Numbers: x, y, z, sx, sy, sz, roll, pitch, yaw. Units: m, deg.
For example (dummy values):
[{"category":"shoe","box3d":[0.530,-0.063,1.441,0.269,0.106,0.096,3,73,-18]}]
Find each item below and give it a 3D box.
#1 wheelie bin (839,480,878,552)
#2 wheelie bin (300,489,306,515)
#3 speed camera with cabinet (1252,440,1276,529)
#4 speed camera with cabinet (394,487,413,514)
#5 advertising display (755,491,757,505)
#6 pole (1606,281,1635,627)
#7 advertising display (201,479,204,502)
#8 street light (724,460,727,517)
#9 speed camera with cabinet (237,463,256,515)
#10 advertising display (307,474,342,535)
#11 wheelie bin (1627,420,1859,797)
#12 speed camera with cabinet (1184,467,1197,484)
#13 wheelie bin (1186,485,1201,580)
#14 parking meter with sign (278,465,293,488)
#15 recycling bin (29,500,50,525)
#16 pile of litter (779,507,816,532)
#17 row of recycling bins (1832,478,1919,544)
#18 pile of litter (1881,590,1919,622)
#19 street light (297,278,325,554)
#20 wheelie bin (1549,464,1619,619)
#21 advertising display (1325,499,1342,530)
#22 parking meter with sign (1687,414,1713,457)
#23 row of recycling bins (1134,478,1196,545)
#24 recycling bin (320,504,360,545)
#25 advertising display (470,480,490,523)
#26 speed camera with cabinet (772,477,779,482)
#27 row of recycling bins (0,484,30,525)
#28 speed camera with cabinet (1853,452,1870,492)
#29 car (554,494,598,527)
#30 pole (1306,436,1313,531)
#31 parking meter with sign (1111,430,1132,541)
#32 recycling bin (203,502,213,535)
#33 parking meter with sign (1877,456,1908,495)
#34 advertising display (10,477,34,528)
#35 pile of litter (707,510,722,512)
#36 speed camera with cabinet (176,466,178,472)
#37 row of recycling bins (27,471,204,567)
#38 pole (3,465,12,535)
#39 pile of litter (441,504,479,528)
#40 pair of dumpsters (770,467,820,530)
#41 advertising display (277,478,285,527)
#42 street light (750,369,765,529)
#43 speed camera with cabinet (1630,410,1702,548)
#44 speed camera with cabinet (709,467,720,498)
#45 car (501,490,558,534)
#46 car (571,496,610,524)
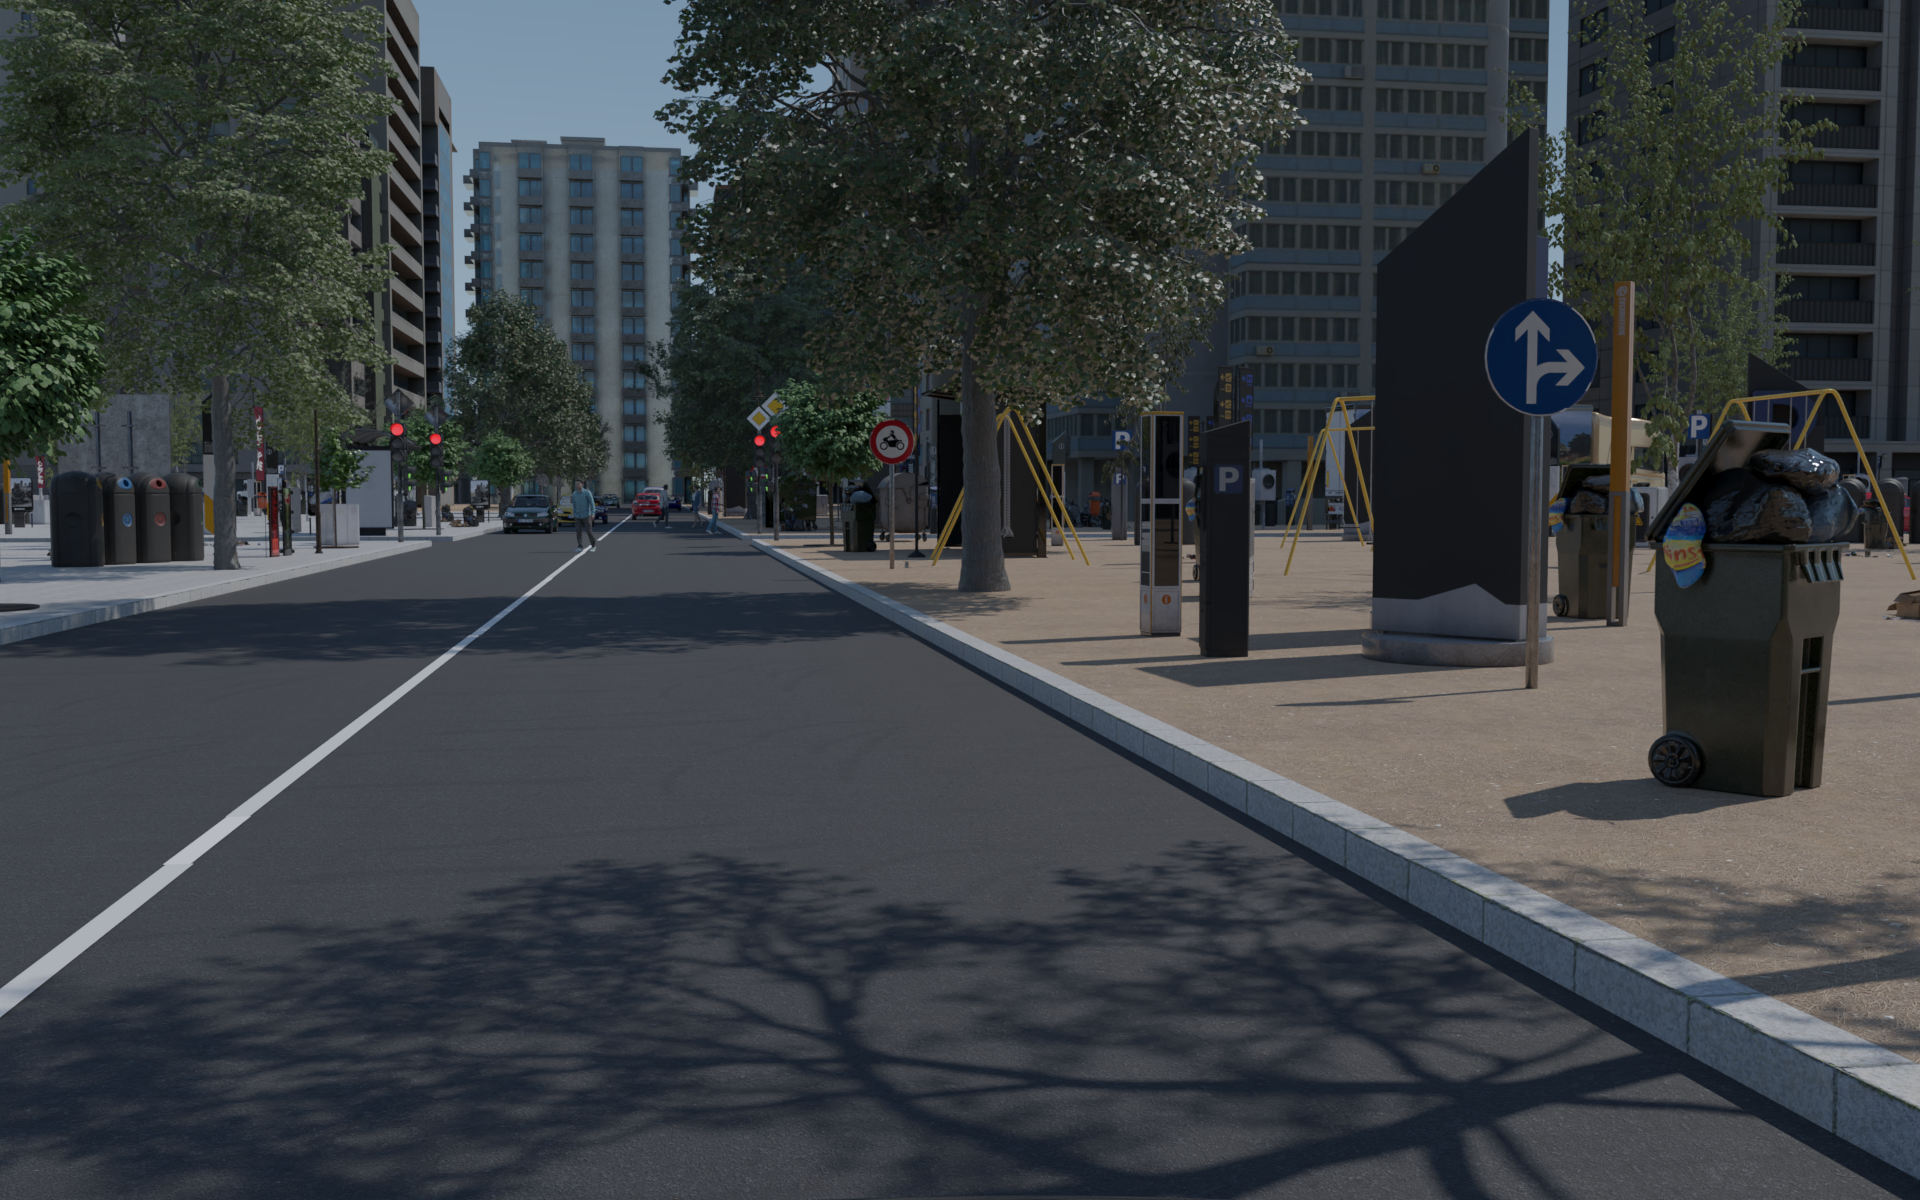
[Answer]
[{"category":"wheelie bin","box3d":[-2.243,-1.860,38.320,0.693,1.594,0.980,-3,4,-38]},{"category":"wheelie bin","box3d":[-41.222,-6.164,108.693,0.693,1.594,0.980,-1,4,-19]},{"category":"speed camera with cabinet","box3d":[10.402,-4.162,62.388,2.038,3.252,0.660,-2,4,-28]},{"category":"speed camera with cabinet","box3d":[-35.606,-7.081,110.109,0.660,3.252,2.038,1,4,15]},{"category":"advertising display","box3d":[-12.969,-6.401,109.873,0.974,1.923,0.123,2,4,34]},{"category":"pole","box3d":[6.386,-1.400,16.740,0.158,3.312,0.155,0,3,0]},{"category":"advertising display","box3d":[-32.357,-4.276,75.126,0.974,1.923,0.123,-1,4,-13]},{"category":"street light","box3d":[-13.152,-7.587,96.843,0.468,5.910,1.993,-1,4,-10]},{"category":"speed camera with cabinet","box3d":[-44.895,-7.011,108.969,0.660,3.252,2.038,-3,5,-40]},{"category":"advertising display","box3d":[-20.044,-3.017,54.549,0.974,1.923,0.123,0,4,-3]},{"category":"wheelie bin","box3d":[3.485,0.018,7.610,0.980,1.594,0.693,-3,5,-42]},{"category":"speed camera with cabinet","box3d":[7.878,-4.151,62.206,2.038,3.252,0.660,-2,4,-24]},{"category":"wheelie bin","box3d":[3.855,-1.084,25.638,0.980,1.594,0.693,0,4,-6]},{"category":"parking meter with sign","box3d":[-40.375,-6.594,104.070,0.543,3.016,1.738,0,4,3]},{"category":"recycling bin","box3d":[-38.754,-3.705,73.135,0.722,1.027,0.722,1,4,8]},{"category":"pile of litter","box3d":[-5.772,-2.791,59.593,1.719,0.858,1.176,3,4,36]},{"category":"row of recycling bins","box3d":[23.886,-2.346,45.476,3.534,1.692,1.069,2,4,29]},{"category":"pile of litter","box3d":[10.184,-0.244,17.962,1.719,0.858,1.176,-1,4,-23]},{"category":"street light","box3d":[-13.824,-3.938,37.167,0.468,5.910,1.993,-1,4,-10]},{"category":"wheelie bin","box3d":[6.619,-0.614,17.952,0.980,1.594,0.693,0,4,-8]},{"category":"advertising display","box3d":[13.349,-3.470,61.949,0.123,1.923,0.974,3,5,42]},{"category":"parking meter with sign","box3d":[16.803,-2.565,38.196,1.738,3.016,0.543,-2,4,-32]},{"category":"row of recycling bins","box3d":[5.990,-2.273,44.272,3.534,1.692,1.069,-2,4,-33]},{"category":"recycling bin","box3d":[-15.695,-1.911,43.801,0.722,1.027,0.722,3,5,39]},{"category":"advertising display","box3d":[-21.559,-4.440,77.810,0.974,1.923,0.123,1,4,17]},{"category":"speed camera with cabinet","box3d":[-9.935,-6.434,99.533,2.038,3.252,0.660,1,4,10]},{"category":"row of recycling bins","box3d":[-40.588,-4.021,72.854,1.069,1.692,3.534,1,4,12]},{"category":"speed camera with cabinet","box3d":[40.247,-5.165,78.791,2.038,3.252,0.660,0,4,1]},{"category":"car","box3d":[-17.149,-4.094,77.160,2.015,1.641,3.980,-1,4,-12]},{"category":"pole","box3d":[12.304,-4.101,60.889,0.158,3.312,0.155,0,3,0]},{"category":"parking meter with sign","box3d":[4.466,-3.184,48.321,0.543,3.016,1.738,0,4,2]},{"category":"recycling bin","box3d":[-23.606,-2.585,54.813,0.722,1.027,0.722,2,4,24]},{"category":"parking meter with sign","box3d":[42.663,-5.042,78.697,1.738,3.016,0.543,1,4,17]},{"category":"advertising display","box3d":[-35.919,-3.725,66.114,0.974,1.923,0.123,-1,4,-14]},{"category":"pile of litter","box3d":[-17.460,-6.725,123.916,1.176,0.858,1.719,-1,4,-19]},{"category":"speed camera with cabinet","box3d":[-54.045,-7.741,120.893,0.660,3.252,2.038,3,4,38]},{"category":"row of recycling bins","box3d":[-15.342,-1.517,31.916,1.069,1.692,3.534,1,4,13]},{"category":"pole","box3d":[-30.180,-3.731,54.845,0.158,3.312,0.155,0,3,0]},{"category":"pile of litter","box3d":[-19.355,-3.261,67.280,1.176,0.858,1.719,2,4,24]},{"category":"pair of dumpsters","box3d":[-6.040,-3.731,63.491,1.574,2.255,4.437,-1,4,-10]},{"category":"advertising display","box3d":[-26.658,-3.843,68.049,0.123,1.923,0.974,-2,4,-31]},{"category":"street light","box3d":[-7.471,-5.585,64.095,0.468,5.910,1.993,-1,4,-10]},{"category":"speed camera with cabinet","box3d":[16.788,-2.868,41.221,0.660,3.252,2.038,-3,5,-44]},{"category":"speed camera with cabinet","box3d":[-14.908,-7.071,109.946,2.038,3.252,0.660,-1,4,-9]},{"category":"car","box3d":[-15.812,-3.305,63.818,2.009,1.686,4.222,-1,4,-8]},{"category":"car","box3d":[-17.941,-4.363,83.923,1.945,1.354,3.894,-1,4,-11]}]
